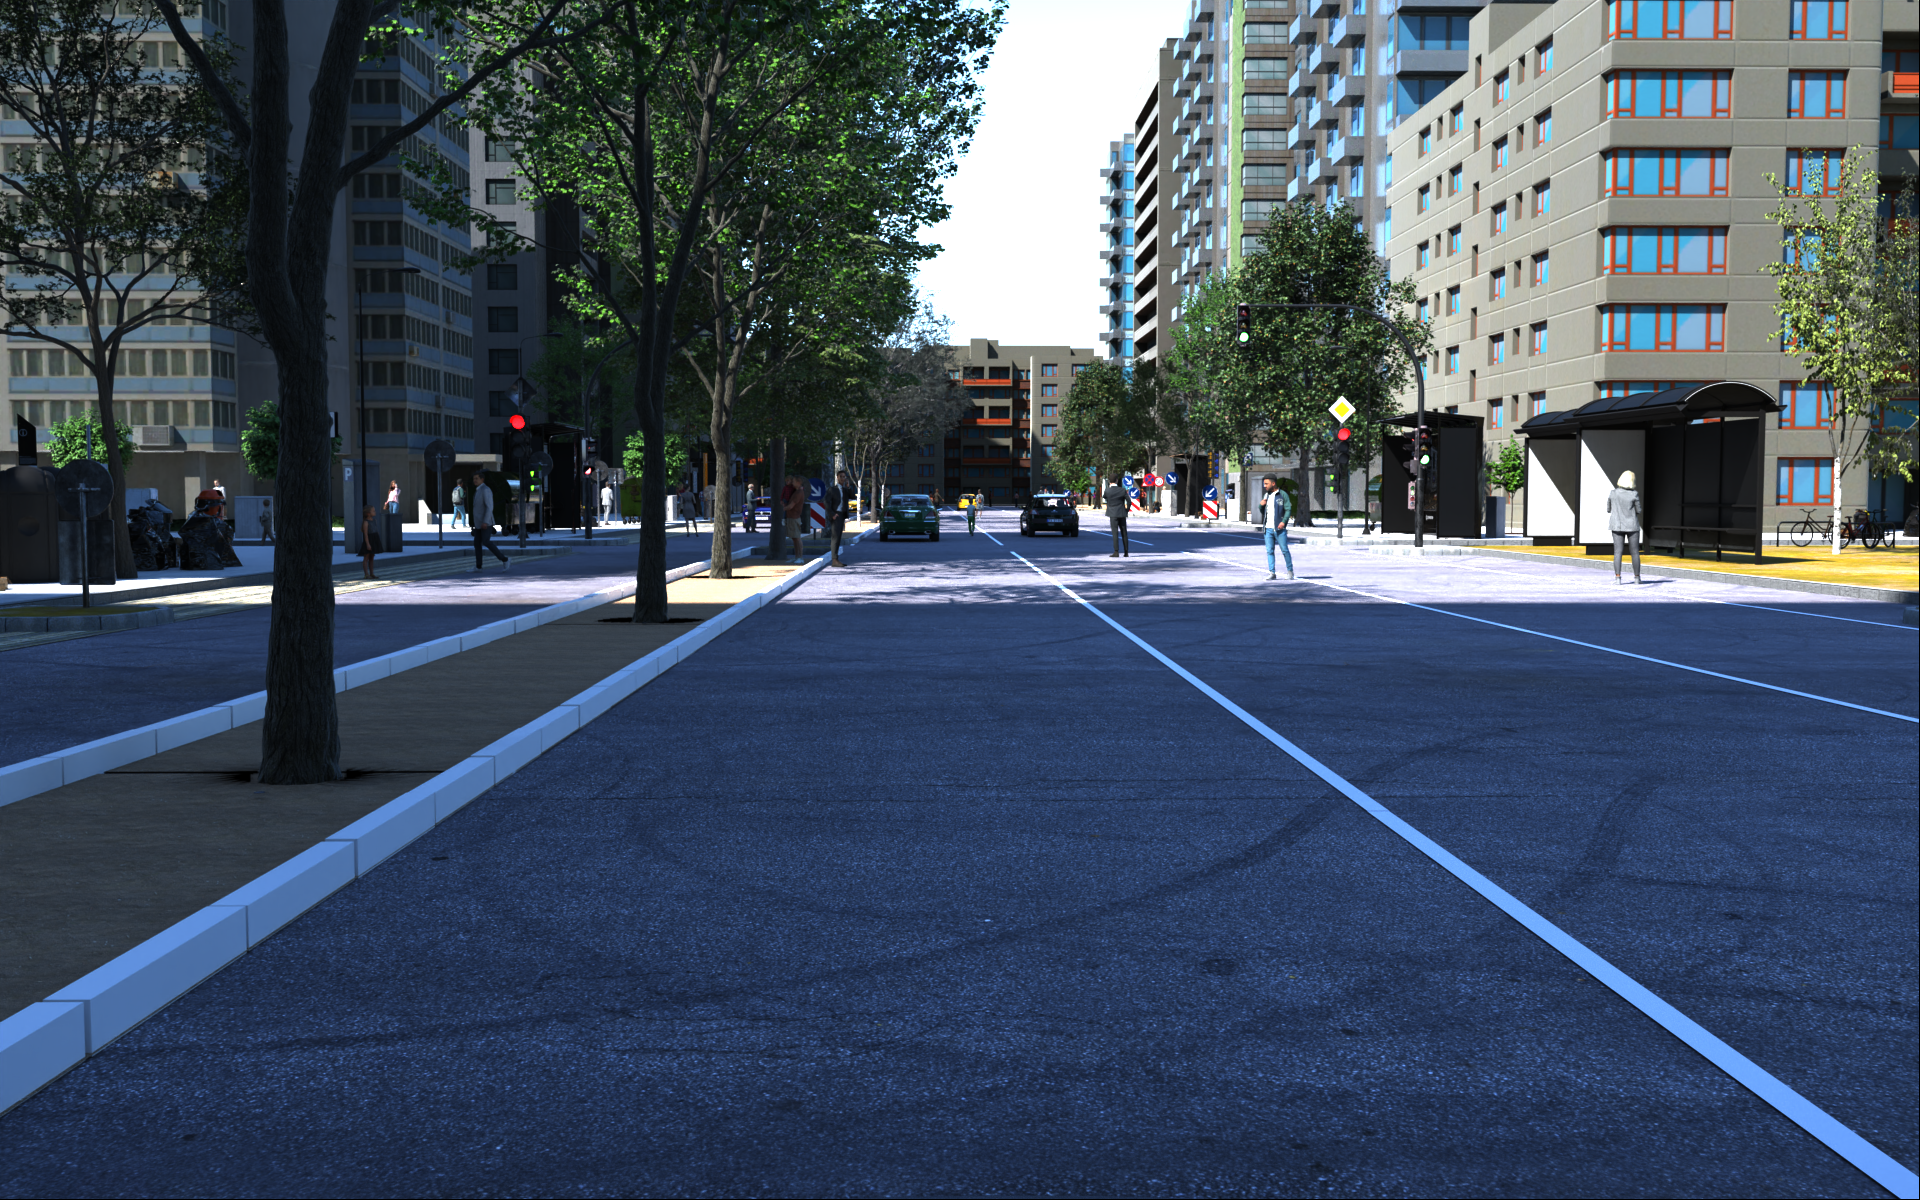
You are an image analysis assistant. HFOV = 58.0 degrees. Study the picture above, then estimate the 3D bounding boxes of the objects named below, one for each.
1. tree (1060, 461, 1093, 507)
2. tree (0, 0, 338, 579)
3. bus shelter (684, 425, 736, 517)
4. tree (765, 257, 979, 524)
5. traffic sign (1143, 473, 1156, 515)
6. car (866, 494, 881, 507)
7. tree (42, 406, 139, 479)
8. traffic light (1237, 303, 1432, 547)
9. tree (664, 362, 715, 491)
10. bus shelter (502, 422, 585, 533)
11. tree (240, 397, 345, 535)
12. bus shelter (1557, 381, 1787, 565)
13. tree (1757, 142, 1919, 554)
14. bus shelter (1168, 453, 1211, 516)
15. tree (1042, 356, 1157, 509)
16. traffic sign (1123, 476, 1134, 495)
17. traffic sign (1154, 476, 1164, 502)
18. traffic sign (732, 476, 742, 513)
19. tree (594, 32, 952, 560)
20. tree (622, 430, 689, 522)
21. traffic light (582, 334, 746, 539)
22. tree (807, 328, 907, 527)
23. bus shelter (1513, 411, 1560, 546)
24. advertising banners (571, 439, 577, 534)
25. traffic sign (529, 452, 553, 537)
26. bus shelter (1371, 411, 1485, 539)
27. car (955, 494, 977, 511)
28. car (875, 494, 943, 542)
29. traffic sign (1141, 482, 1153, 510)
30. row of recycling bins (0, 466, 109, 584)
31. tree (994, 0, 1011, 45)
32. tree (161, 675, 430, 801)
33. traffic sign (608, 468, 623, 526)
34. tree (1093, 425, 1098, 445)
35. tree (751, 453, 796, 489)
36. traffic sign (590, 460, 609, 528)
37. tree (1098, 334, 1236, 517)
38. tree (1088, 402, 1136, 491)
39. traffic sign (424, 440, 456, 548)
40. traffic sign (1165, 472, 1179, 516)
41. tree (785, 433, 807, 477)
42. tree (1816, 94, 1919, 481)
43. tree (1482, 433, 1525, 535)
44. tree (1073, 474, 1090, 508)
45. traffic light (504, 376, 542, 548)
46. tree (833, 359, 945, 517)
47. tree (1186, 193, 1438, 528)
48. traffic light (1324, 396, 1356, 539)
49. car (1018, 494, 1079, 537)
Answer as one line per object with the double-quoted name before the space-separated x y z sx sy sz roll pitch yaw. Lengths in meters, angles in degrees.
"tree" 11.315 -11.331 168.968 4.285 4.588 4.351 0 3 0
"tree" -13.009 -5.603 26.027 7.601 10.594 8.767 0 4 -1
"bus shelter" -14.798 -7.614 102.114 2.179 5.291 8.768 0 4 -1
"tree" -4.149 -10.446 83.621 12.009 13.543 11.850 0 3 0
"traffic sign" 11.677 -6.522 106.748 0.768 2.556 0.104 0 4 4
"car" -9.731 -11.517 197.102 1.959 1.807 4.718 0 3 0
"tree" -32.466 -4.954 64.719 4.285 4.588 4.351 0 3 0
"traffic light" 8.940 -4.086 41.466 4.771 5.953 1.251 0 4 -1
"tree" -14.801 -8.674 92.190 4.737 8.622 4.395 0 3 0
"bus shelter" -14.153 -4.177 59.578 1.731 3.624 6.357 0 4 -1
"tree" -21.127 -4.342 54.706 4.285 4.588 4.351 0 3 0
"bus shelter" 13.717 -2.434 33.724 2.014 3.302 5.546 0 4 -1
"tree" 18.722 -5.265 36.440 4.737 8.622 4.395 0 3 0
"bus shelter" 13.580 -6.793 102.353 1.731 3.624 6.357 0 4 -1
"tree" 11.622 -13.901 144.282 9.611 12.733 9.660 0 3 0
"traffic sign" 11.595 -7.296 119.391 0.768 2.556 0.104 0 4 3
"traffic sign" 14.139 -7.525 123.146 0.768 2.556 0.104 0 4 3
"traffic sign" -15.445 -7.320 119.791 0.768 2.556 0.104 0 4 2
"tree" -4.066 -7.156 37.577 7.486 12.596 7.792 0 3 0
"tree" -14.152 -5.905 80.266 4.285 4.588 4.351 0 3 0
"traffic light" -8.475 -4.566 49.316 4.771 5.953 1.251 0 4 -1
"tree" -4.420 -7.503 75.495 4.360 8.622 3.978 0 3 0
"bus shelter" 14.705 -2.821 40.050 2.014 3.302 5.546 0 4 -1
"advertising banners" -12.486 -3.657 55.984 0.090 3.025 2.074 -1 4 -16
"traffic sign" -12.580 -3.170 51.943 0.768 2.556 0.104 1 4 8
"bus shelter" 13.962 -3.716 52.039 1.731 3.624 6.357 0 4 -1
"car" 0.626 -8.408 147.695 2.015 1.641 3.980 0 4 -2
"car" -1.581 -2.563 53.707 2.131 1.459 4.920 0 4 -2
"traffic sign" 13.091 -7.408 121.129 0.884 2.594 0.081 0 4 2
"row of recycling bins" -13.800 -1.184 26.477 1.069 1.692 3.534 -1 4 -12
"tree" -5.323 -11.959 53.868 12.611 20.169 13.585 0 3 0
"tree" -3.182 -4.891 8.179 9.928 11.665 9.643 0 3 0
"traffic sign" -13.631 -4.063 68.566 0.606 2.300 0.079 0 4 0
"tree" 12.160 -10.899 112.611 7.601 10.594 8.767 0 4 -6
"tree" -14.260 -9.091 132.350 4.285 4.588 4.351 0 3 0
"traffic sign" -13.715 -4.013 65.714 0.768 2.556 0.104 0 4 3
"tree" 12.458 -9.824 95.027 8.767 10.594 7.601 1 4 9
"tree" 11.847 -11.380 136.431 4.360 8.622 3.978 0 3 0
"traffic sign" -12.244 -2.487 40.772 0.768 2.556 0.104 0 4 3
"traffic sign" 12.145 -6.066 99.282 0.768 2.556 0.104 0 4 3
"tree" -15.823 -13.537 171.692 4.360 8.622 3.978 0 3 0
"tree" 17.670 -4.913 30.697 4.360 8.622 3.978 0 3 0
"tree" 17.453 -3.703 55.144 1.663 3.219 1.824 0 3 0
"tree" 11.670 -10.333 163.547 1.663 3.219 1.824 0 3 0
"traffic light" -10.428 -3.201 41.261 0.839 4.253 0.868 0 4 -1
"tree" -5.126 -10.504 108.614 8.767 10.594 7.601 0 4 -1
"tree" 13.207 -9.117 66.066 9.611 12.733 9.660 0 3 0
"traffic light" 10.893 -3.713 49.627 0.839 4.253 0.868 0 4 -1
"car" 3.026 -3.012 59.026 2.009 1.686 4.222 0 4 -3
